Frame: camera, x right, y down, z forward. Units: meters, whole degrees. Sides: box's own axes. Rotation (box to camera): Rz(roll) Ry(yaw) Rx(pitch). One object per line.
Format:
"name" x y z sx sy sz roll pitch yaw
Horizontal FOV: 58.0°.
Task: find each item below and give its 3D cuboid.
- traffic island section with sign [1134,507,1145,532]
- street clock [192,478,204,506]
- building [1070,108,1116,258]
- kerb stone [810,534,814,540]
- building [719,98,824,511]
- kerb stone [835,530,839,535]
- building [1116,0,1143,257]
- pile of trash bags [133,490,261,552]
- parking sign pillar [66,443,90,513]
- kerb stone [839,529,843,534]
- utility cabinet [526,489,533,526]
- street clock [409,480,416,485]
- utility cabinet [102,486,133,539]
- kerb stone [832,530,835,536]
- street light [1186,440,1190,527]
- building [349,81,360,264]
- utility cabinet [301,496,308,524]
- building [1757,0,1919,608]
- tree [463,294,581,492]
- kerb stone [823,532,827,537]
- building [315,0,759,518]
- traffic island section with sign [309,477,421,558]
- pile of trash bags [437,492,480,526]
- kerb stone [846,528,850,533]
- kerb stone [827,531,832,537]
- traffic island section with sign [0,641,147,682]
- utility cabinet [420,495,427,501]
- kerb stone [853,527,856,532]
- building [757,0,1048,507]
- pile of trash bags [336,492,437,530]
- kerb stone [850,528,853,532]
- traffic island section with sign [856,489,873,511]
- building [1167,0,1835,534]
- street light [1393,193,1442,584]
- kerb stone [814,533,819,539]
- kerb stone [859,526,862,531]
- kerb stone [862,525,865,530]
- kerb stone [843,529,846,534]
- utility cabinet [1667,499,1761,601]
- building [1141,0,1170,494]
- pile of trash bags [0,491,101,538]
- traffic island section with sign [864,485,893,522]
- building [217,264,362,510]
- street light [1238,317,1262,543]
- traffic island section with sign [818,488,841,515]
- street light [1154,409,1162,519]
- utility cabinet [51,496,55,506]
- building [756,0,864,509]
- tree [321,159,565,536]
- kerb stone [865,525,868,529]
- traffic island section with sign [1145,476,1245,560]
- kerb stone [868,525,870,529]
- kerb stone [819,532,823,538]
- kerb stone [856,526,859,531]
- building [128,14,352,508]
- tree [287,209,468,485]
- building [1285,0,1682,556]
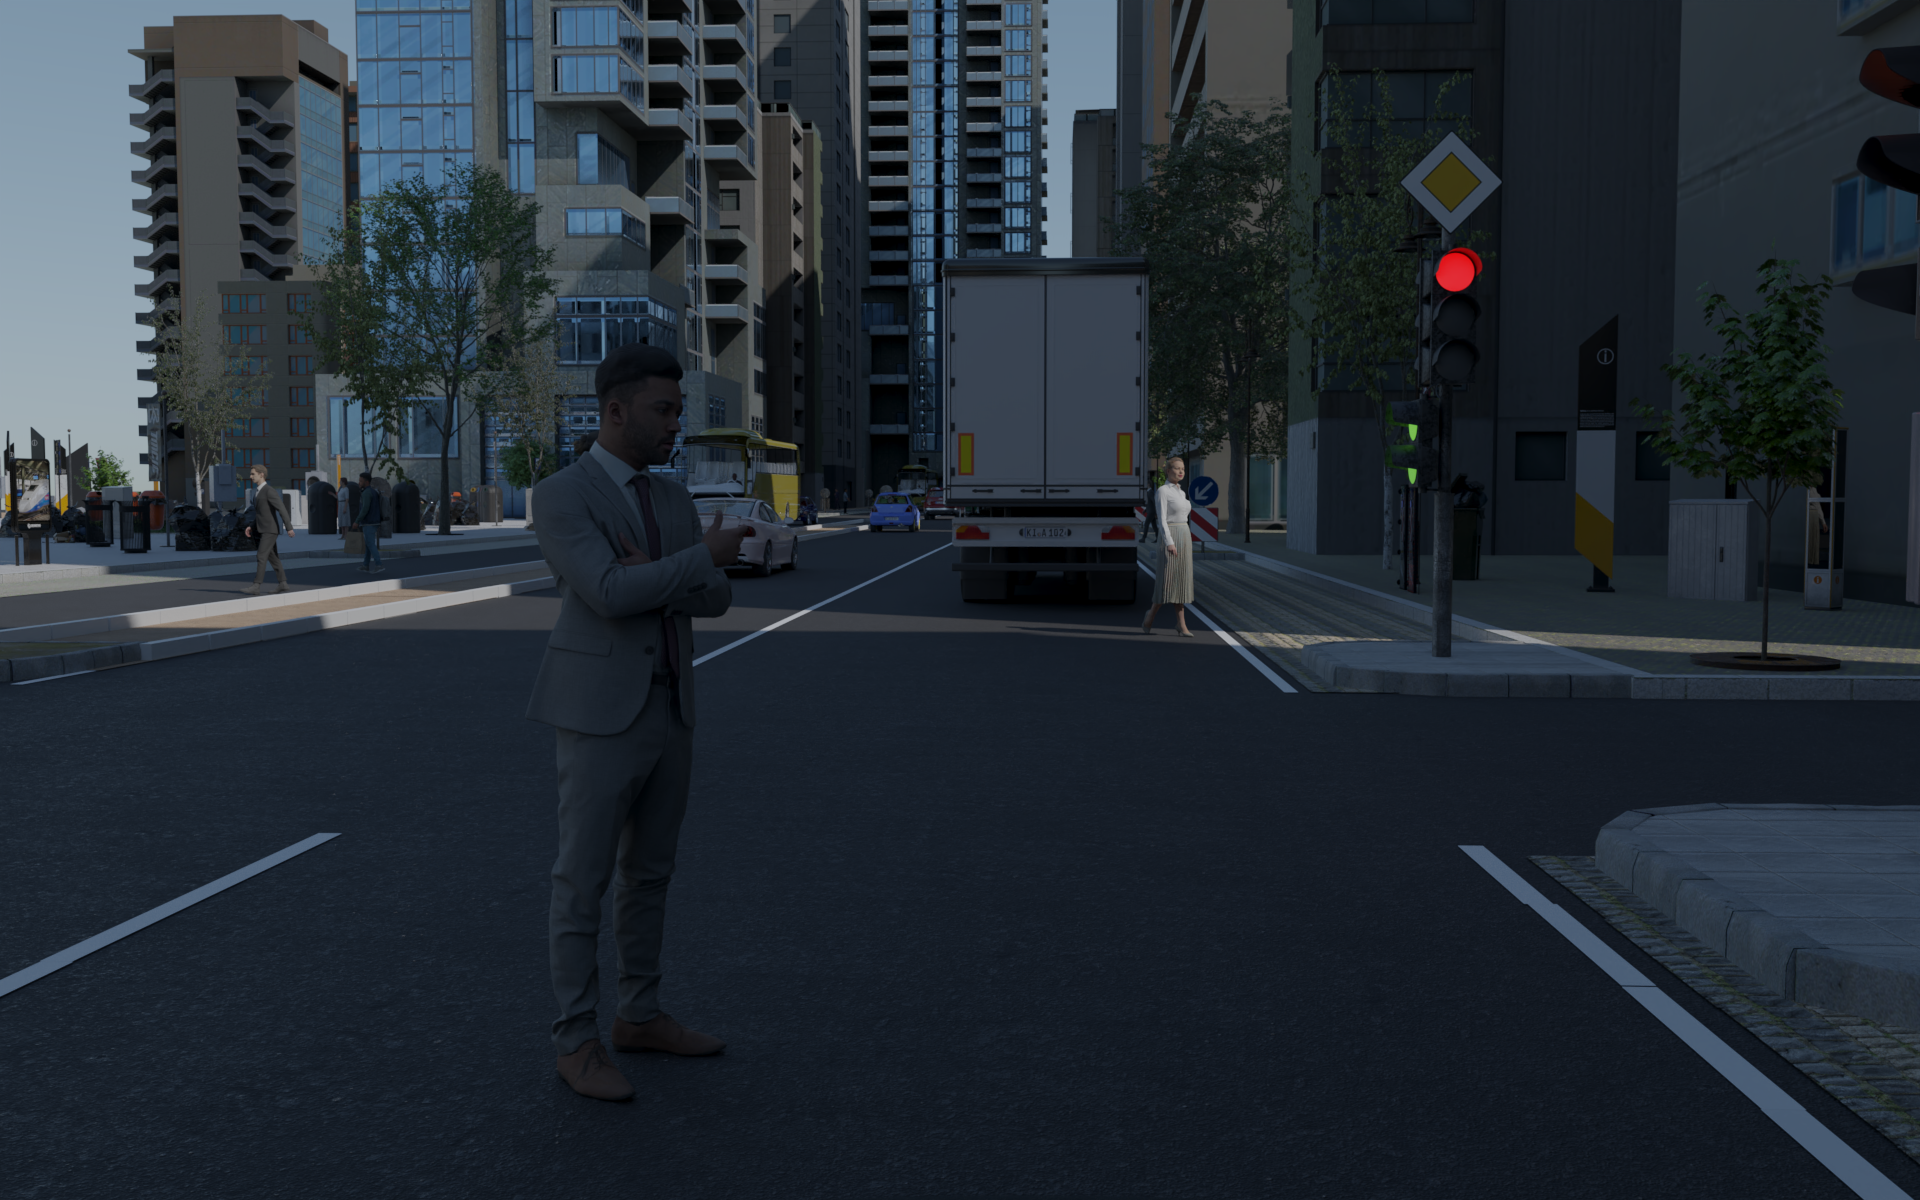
"traffic island section with sign" 6.722 -3.458 65.159 1.989 1.847 2.006 0 4 3
"street clock" -37.348 -4.932 85.201 0.358 2.002 0.471 2 4 26
"building" 18.403 -30.238 177.990 14.086 41.232 14.154 0 4 3
"kerb stone" -4.772 -1.960 54.237 0.120 0.150 1.000 0 4 3
"building" -18.067 -21.820 128.455 14.160 30.474 14.107 0 4 3
"kerb stone" -4.423 -2.330 60.386 0.120 0.150 1.000 0 4 3
"building" 23.938 -37.120 148.916 21.231 58.520 28.212 0 4 3
"pile of trash bags" -17.419 -1.832 39.701 3.447 1.369 1.912 1 4 19
"parking sign pillar" -46.521 -6.285 91.236 1.447 3.967 1.447 0 4 -5
"kerb stone" -4.366 -2.398 61.406 0.120 0.150 1.000 0 4 3
"utility cabinet" -16.801 -3.713 69.389 1.173 1.500 0.318 1 4 17
"street clock" -27.660 -5.053 87.195 0.471 2.002 0.358 -2 4 -34
"utility cabinet" -24.087 -2.497 49.508 1.173 1.500 0.318 3 4 37
"kerb stone" -4.483 -2.273 59.365 0.120 0.150 1.000 0 4 3
"street light" 8.769 -5.731 66.484 0.468 5.910 1.993 0 4 3
"building" -61.567 -32.529 186.478 28.867 44.769 22.147 0 4 3
"utility cabinet" -27.736 -3.823 73.662 1.020 1.237 0.306 -3 5 -41
"building" 21.474 -24.305 21.089 21.600 48.544 21.300 0 4 3
"tree" -15.658 -6.888 62.985 4.360 8.622 3.978 0 3 0
"kerb stone" -4.601 -2.143 57.316 0.120 0.150 1.000 0 4 3
"building" -23.555 -48.409 104.158 22.319 86.520 31.000 0 4 3
"traffic island section with sign" -13.394 -1.875 39.284 1.989 1.847 2.006 0 4 3
"pile of trash bags" -21.357 -3.704 70.308 3.447 1.369 1.912 -2 4 -30
"kerb stone" -4.247 -2.520 63.447 0.120 0.150 1.000 0 4 3
"kerb stone" -4.534 -2.207 58.341 0.120 0.150 1.000 0 4 3
"traffic island section with sign" -8.057 -0.359 13.999 2.006 1.907 1.989 0 4 3
"utility cabinet" -28.331 -4.841 90.308 1.020 1.237 0.306 -1 4 -9
"kerb stone" -4.138 -2.646 65.500 0.120 0.150 1.000 0 4 3
"building" -3.842 -53.204 182.552 31.000 86.520 22.319 0 4 3
"pile of trash bags" -20.747 -3.182 61.773 3.447 1.369 1.912 0 4 -1
"kerb stone" -4.198 -2.586 64.479 0.120 0.150 1.000 0 4 3
"traffic island section with sign" -7.528 -8.261 143.701 1.989 1.847 2.006 0 4 3
"building" 19.952 -27.329 70.526 21.300 48.544 21.600 0 4 3
"street light" 6.481 -3.164 24.521 0.468 5.910 1.993 0 4 3
"kerb stone" -4.710 -2.019 55.259 0.120 0.150 1.000 0 4 3
"kerb stone" -4.027 -2.769 67.549 0.120 0.150 1.000 0 4 3
"kerb stone" -3.964 -2.835 68.569 0.120 0.150 1.000 0 4 3
"kerb stone" -4.308 -2.460 62.427 0.120 0.150 1.000 0 4 3
"utility cabinet" 9.192 -0.611 21.159 0.306 1.237 1.020 -3 4 -37
"building" 18.589 -27.990 107.755 14.600 45.320 14.200 0 4 3
"pile of trash bags" -27.142 -2.603 52.315 1.912 1.369 3.447 1 4 15
"traffic island section with sign" -3.860 -4.947 89.021 2.006 1.907 1.989 0 4 3
"building" -45.012 -18.888 153.865 28.899 21.520 27.650 0 4 3
"street light" 7.575 -4.445 45.458 0.468 5.910 1.993 0 4 3
"traffic island section with sign" -9.060 -6.593 116.421 1.989 1.847 2.006 0 4 3
"street light" 9.972 -7.011 87.415 0.468 5.910 1.993 0 4 3
"utility cabinet" -39.734 -3.954 75.802 1.020 1.237 0.306 3 4 36
"building" -20.070 -43.838 155.000 20.611 71.187 20.563 0 4 3
"tree" -15.919 -7.823 53.669 9.928 11.665 9.643 0 3 0
"kerb stone" -3.910 -2.894 69.590 0.120 0.150 1.000 0 4 3
"traffic island section with sign" 5.207 -1.812 38.246 1.989 1.847 2.006 0 4 3
"kerb stone" -3.855 -2.961 70.611 0.120 0.150 1.000 0 4 3
"kerb stone" -4.653 -2.085 56.293 0.120 0.150 1.000 0 4 3
"kerb stone" -4.077 -2.708 66.520 0.120 0.150 1.000 0 4 3
"building" -66.164 -31.236 160.821 14.200 45.320 14.600 0 4 3
"tree" -15.450 -5.833 45.733 4.737 8.622 4.395 0 3 0
"building" 14.912 -16.537 42.075 14.160 30.474 14.107 0 4 3
